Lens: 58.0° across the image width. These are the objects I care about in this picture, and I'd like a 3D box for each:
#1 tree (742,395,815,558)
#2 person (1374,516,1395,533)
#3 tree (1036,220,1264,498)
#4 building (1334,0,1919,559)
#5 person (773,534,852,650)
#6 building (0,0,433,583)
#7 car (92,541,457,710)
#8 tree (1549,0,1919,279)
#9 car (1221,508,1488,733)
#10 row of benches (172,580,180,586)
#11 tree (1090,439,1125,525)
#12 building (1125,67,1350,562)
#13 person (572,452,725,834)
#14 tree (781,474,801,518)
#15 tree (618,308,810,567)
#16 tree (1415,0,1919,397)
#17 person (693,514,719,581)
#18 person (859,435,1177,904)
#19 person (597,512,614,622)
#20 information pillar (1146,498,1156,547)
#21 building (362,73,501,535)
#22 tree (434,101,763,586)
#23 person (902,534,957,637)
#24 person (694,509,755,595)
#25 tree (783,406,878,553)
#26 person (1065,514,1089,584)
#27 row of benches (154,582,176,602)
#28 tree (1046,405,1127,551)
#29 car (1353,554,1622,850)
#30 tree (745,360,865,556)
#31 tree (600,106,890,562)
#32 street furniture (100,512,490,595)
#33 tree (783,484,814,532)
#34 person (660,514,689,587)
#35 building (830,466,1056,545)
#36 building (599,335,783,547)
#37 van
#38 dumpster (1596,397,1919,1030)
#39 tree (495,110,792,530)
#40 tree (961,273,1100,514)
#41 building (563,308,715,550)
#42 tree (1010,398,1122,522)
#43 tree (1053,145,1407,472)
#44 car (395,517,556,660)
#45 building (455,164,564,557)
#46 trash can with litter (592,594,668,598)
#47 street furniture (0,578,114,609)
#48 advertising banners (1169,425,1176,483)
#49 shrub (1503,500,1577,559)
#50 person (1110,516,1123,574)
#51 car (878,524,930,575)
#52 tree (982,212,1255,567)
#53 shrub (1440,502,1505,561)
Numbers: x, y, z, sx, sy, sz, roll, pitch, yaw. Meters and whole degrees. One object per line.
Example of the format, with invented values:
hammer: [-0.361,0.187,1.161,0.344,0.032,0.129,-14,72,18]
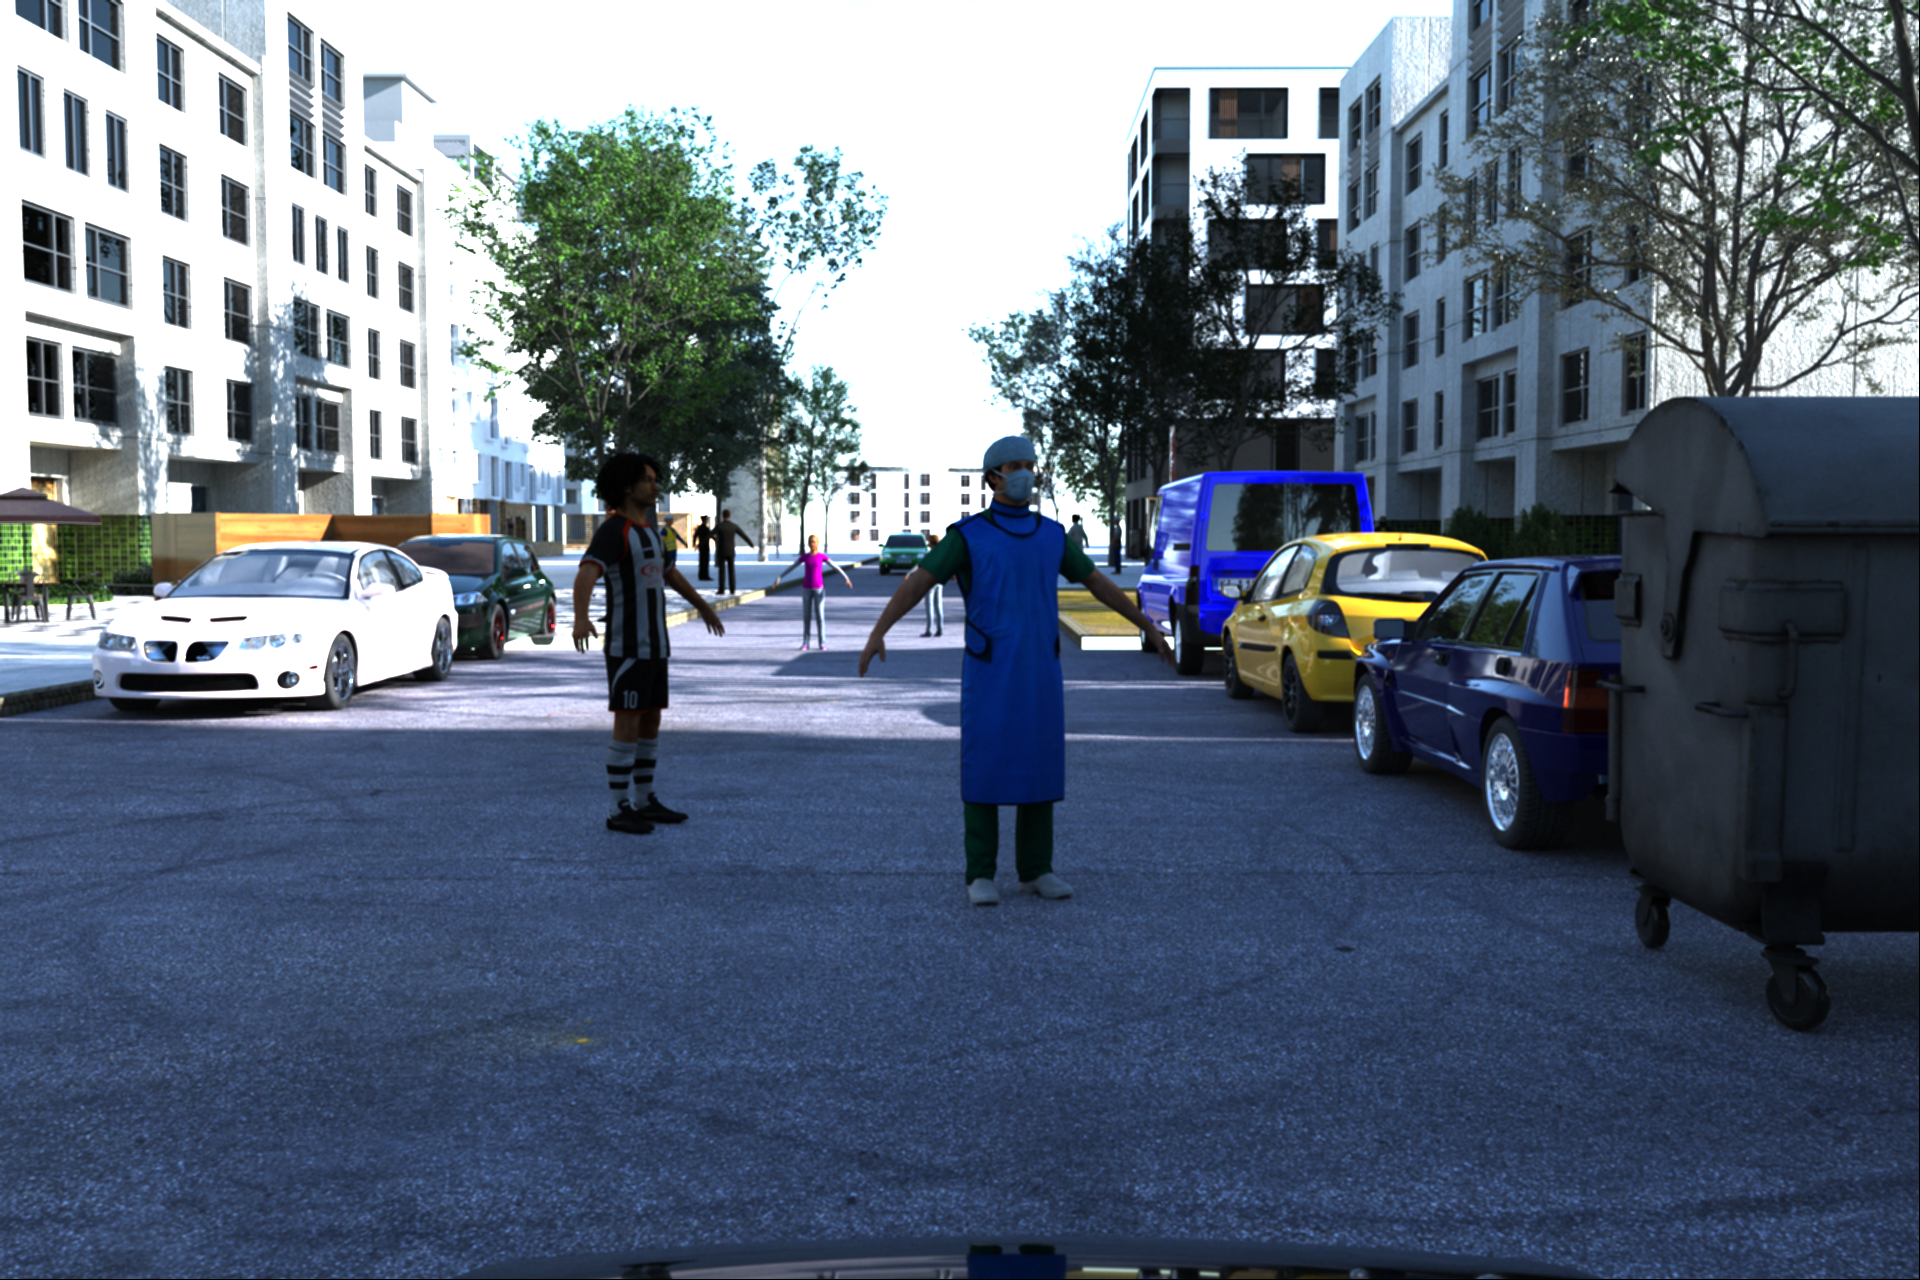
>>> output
tree: [-9.643,-8.601,90.986,4.360,8.622,3.978,0,3,0]
person: [13.200,-2.958,54.140,1.354,1.856,0.705,0,4,6]
tree: [5.784,-7.221,52.474,7.601,10.594,8.767,-1,4,-21]
building: [23.098,-11.362,52.226,16.747,18.905,31.486,0,4,0]
person: [-1.825,-0.594,21.442,0.991,1.433,0.599,0,4,5]
building: [-29.136,-11.363,52.242,16.747,18.905,31.486,0,4,0]
car: [-5.956,-0.198,15.595,2.083,1.381,4.827,0,3,0]
tree: [9.008,-5.466,15.120,9.928,11.665,9.643,0,3,0]
car: [3.196,-0.227,13.933,2.015,1.641,3.980,0,4,-1]
row of benches: [-9.842,-0.661,26.264,1.422,0.672,4.104,3,4,38]
tree: [21.241,-19.048,218.095,9.857,13.997,8.962,0,3,0]
building: [22.581,-15.193,92.379,27.936,21.610,32.646,0,4,0]
person: [-1.552,0.011,8.427,0.704,1.843,1.345,1,4,19]
tree: [-22.526,-17.003,212.413,7.601,10.594,8.767,0,4,-7]
tree: [-9.486,-8.082,66.550,8.767,10.594,7.601,1,4,11]
tree: [13.067,-7.271,29.246,12.009,13.543,11.850,0,3,0]
person: [-7.034,-2.561,47.812,0.705,1.837,1.347,-3,5,-42]
person: [0.214,0.109,6.797,1.347,1.817,0.704,-1,4,-23]
person: [-5.064,-1.163,25.200,0.705,1.806,1.347,-3,5,-40]
information pillar: [3.957,-1.889,35.385,0.304,2.012,0.304,0,4,0]
building: [-27.733,-13.217,72.518,16.016,20.090,11.380,0,4,1]
tree: [-8.734,-7.171,42.995,9.928,11.665,9.643,0,3,0]
person: [-0.408,-0.760,24.156,0.991,1.433,0.599,-3,5,-42]
person: [-4.961,-1.865,36.712,1.346,1.802,0.704,-2,4,-25]
tree: [-8.966,-11.312,119.356,7.601,10.594,8.767,-3,4,-36]
person: [2.978,-2.377,45.051,0.705,1.806,1.347,3,5,41]
row of benches: [-9.023,-0.443,22.707,4.104,0.672,1.422,2,4,32]
tree: [6.233,-8.385,87.464,4.737,8.622,4.395,0,3,0]
car: [3.297,0.206,9.217,1.945,1.354,3.894,0,4,-1]
tree: [-9.241,-10.827,102.781,9.928,11.665,9.643,0,3,0]
tree: [-10.348,-13.616,78.518,12.611,20.169,13.585,0,3,0]
street furniture: [-14.063,-1.990,39.391,11.010,1.723,9.812,2,4,25]
tree: [-19.965,-16.443,219.203,4.360,8.622,3.978,0,3,0]
person: [-7.026,-2.193,42.320,0.721,1.772,1.216,2,4,27]
building: [-2.090,-16.567,215.469,28.070,9.664,9.099,0,4,-7]
building: [-28.835,-21.393,180.709,19.493,23.208,18.063,0,4,0]
van: [3.135,-0.909,19.251,2.240,2.365,5.245,0,3,0]
dumpster: [3.112,0.168,5.468,1.865,1.857,1.264,0,4,0]
tree: [-9.454,-8.942,52.862,9.857,13.997,8.962,0,3,0]
tree: [6.525,-16.554,126.550,12.611,20.169,13.585,0,3,0]
building: [-27.396,-17.664,145.227,16.016,20.090,11.380,0,4,0]
tree: [6.550,-10.952,113.482,8.767,10.594,7.601,1,4,11]
tree: [6.422,-6.619,42.633,8.767,10.594,7.601,0,4,7]
car: [-6.107,-0.683,20.951,2.009,1.686,4.222,0,4,0]
building: [-28.516,-14.290,90.067,16.016,20.090,11.380,0,4,-1]
trash can with litter: [-6.679,-1.492,35.446,1.678,1.210,2.233,0,4,1]
street furniture: [-20.547,-0.879,29.991,10.072,0.657,5.734,0,4,2]
advertising banners: [3.400,-1.995,28.806,0.090,3.025,2.074,0,4,-1]
shrub: [12.789,-2.062,38.140,1.690,2.028,1.600,0,3,0]
person: [5.003,-3.026,55.326,0.705,1.847,1.347,1,4,14]
car: [-1.939,-3.272,62.286,1.959,1.807,4.718,0,4,0]
tree: [5.882,-9.595,67.241,12.009,13.543,11.850,0,3,0]
shrub: [11.810,-2.199,40.371,1.690,2.028,1.600,0,3,0]
